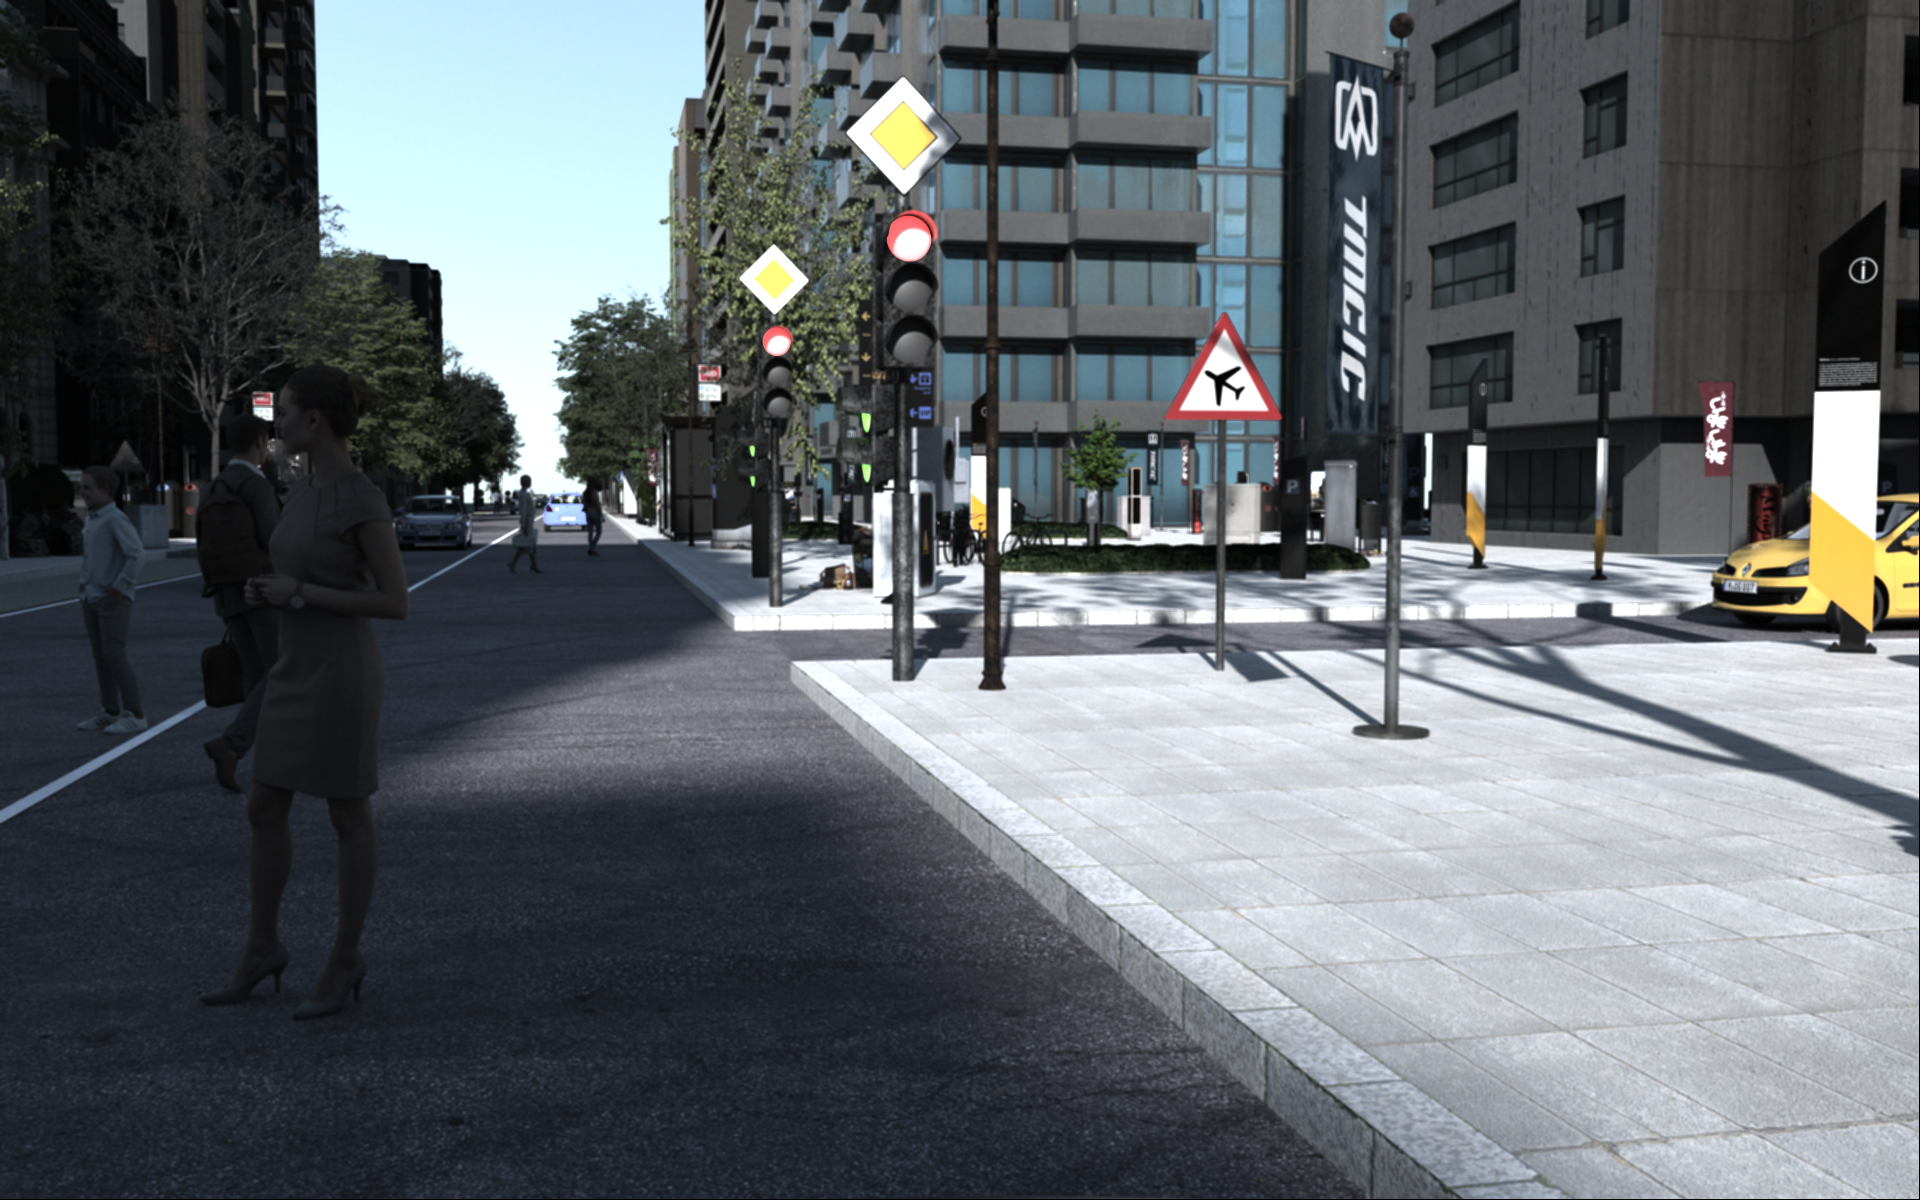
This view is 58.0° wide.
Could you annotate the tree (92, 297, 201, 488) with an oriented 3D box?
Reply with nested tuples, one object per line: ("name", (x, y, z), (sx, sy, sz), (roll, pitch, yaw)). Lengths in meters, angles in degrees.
("tree", (-30.300, -6.975, 64.404), (4.360, 8.622, 3.978), (0, 3, 0))

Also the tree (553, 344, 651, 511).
("tree", (-25.909, -13.080, 130.857), (9.611, 12.733, 9.660), (0, 3, 0))

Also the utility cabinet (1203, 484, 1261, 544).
("utility cabinet", (5.726, -1.703, 36.518), (1.173, 1.500, 0.318), (2, 4, 35))

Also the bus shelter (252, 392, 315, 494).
("bus shelter", (-27.179, -5.694, 70.721), (2.179, 5.291, 8.768), (-1, 4, -12))

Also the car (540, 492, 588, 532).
("car", (-15.193, -3.499, 66.803), (1.945, 1.707, 3.694), (-1, 4, -14))

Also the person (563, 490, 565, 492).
("person", (-33.886, -8.482, 147.710), (0.750, 1.759, 0.617), (-3, 5, -44))

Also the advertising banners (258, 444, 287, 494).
("advertising banners", (-25.613, -4.176, 64.465), (2.074, 3.025, 0.090), (0, 4, 4))

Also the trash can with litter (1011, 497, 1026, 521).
("trash can with litter", (2.073, -2.738, 56.146), (1.055, 1.170, 0.624), (0, 4, -7))

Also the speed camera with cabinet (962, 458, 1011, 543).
("speed camera with cabinet", (0.366, -3.098, 44.983), (2.038, 3.252, 0.660), (-3, 4, -37))

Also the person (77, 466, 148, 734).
("person", (-5.193, -0.013, 10.528), (0.330, 1.601, 0.589), (-3, 5, -44))

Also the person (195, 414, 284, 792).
("person", (-3.548, -0.009, 8.610), (0.622, 1.834, 0.822), (1, 4, 22))

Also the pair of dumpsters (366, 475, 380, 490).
("pair of dumpsters", (-30.551, -5.250, 88.327), (1.574, 2.255, 4.437), (-1, 4, -12))

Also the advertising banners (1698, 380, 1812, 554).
("advertising banners", (12.419, -1.861, 26.622), (2.074, 3.025, 0.090), (1, 4, 15))

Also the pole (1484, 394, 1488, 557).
("pole", (10.603, -2.530, 35.202), (0.158, 3.312, 0.155), (0, 3, 0))

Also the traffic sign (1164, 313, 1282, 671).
("traffic sign", (1.889, -0.765, 12.517), (0.884, 2.594, 0.081), (-1, 4, -11))

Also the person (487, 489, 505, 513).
("person", (-34.415, -7.340, 128.495), (1.348, 1.826, 0.705), (-2, 4, -31))

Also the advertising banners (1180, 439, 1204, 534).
("advertising banners", (7.655, -3.643, 55.748), (0.090, 3.025, 2.074), (3, 5, 42))

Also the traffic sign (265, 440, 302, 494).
("traffic sign", (-25.925, -4.361, 65.169), (2.265, 3.308, 0.079), (0, 4, -6))

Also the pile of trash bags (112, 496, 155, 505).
("pile of trash bags", (-21.611, -2.118, 44.387), (1.912, 1.369, 3.447), (-1, 4, -15))

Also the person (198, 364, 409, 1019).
("person", (-1.807, 0.249, 4.768), (0.599, 1.781, 0.374), (3, 4, 37))

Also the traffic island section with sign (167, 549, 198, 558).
("traffic island section with sign", (-16.852, -1.891, 39.539), (1.989, 1.847, 2.006), (-1, 4, -12))

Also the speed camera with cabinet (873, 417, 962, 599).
("speed camera with cabinet", (-0.562, -1.696, 22.059), (0.660, 3.252, 2.038), (1, 4, 13))

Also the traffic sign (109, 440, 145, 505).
("traffic sign", (-20.010, -2.542, 41.562), (0.884, 2.594, 0.081), (0, 4, -7))

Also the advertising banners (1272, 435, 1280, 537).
("advertising banners", (9.779, -3.408, 51.901), (0.090, 3.025, 2.074), (2, 4, 35))

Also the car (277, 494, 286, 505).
("car", (-10.533, -0.947, 27.279), (2.131, 1.459, 4.920), (-1, 4, -12))

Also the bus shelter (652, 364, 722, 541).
("bus shelter", (-7.894, -4.492, 51.074), (2.179, 5.291, 8.768), (-1, 4, -12))

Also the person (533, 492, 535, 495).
("person", (-54.246, -12.900, 220.136), (1.217, 1.743, 0.721), (-1, 4, -15))

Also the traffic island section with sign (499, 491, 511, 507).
("traffic island section with sign", (-50.984, -11.436, 195.608), (1.989, 1.847, 2.006), (-1, 4, -12))

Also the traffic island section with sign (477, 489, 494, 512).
("traffic island section with sign", (-39.194, -8.137, 141.664), (1.989, 1.847, 2.006), (-1, 4, -12))

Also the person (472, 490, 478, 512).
("person", (-39.192, -7.996, 139.924), (0.721, 1.739, 1.217), (-2, 4, -31))

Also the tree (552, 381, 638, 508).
("tree", (-31.347, -14.987, 155.407), (12.009, 13.543, 11.850), (0, 3, 0))

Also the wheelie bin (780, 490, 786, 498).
("wheelie bin", (-8.345, -4.397, 79.803), (0.693, 1.594, 0.980), (-1, 4, -11))

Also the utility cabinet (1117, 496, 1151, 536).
("utility cabinet", (5.265, -2.530, 52.534), (1.020, 1.237, 0.306), (-2, 4, -25))

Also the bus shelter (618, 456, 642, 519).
("bus shelter", (-16.179, -5.719, 87.433), (2.014, 3.302, 5.546), (-1, 4, -12))

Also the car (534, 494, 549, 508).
("car", (-40.020, -9.507, 165.225), (2.009, 1.686, 4.222), (-1, 4, -14))

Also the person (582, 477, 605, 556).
("person", (-8.462, -1.930, 40.064), (0.555, 1.821, 0.388), (1, 4, 16))

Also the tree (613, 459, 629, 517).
("tree", (-18.287, -6.157, 95.266), (1.663, 3.219, 1.824), (0, 3, 0))

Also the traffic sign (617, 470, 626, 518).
("traffic sign", (-17.688, -5.581, 91.358), (0.768, 2.556, 0.104), (0, 4, -3))

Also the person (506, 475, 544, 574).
("person", (-7.879, -1.373, 31.308), (0.624, 1.780, 0.694), (0, 4, -5))

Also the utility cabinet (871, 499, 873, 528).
("utility cabinet", (-1.257, -1.008, 27.647), (0.306, 1.237, 1.020), (0, 4, -5))

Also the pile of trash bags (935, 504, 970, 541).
("pile of trash bags", (0.210, -2.324, 47.743), (1.912, 1.369, 3.447), (-1, 4, -19))

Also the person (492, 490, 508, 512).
("person", (-36.911, -7.935, 138.926), (1.217, 1.739, 0.721), (-1, 4, -9))

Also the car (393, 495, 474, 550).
("car", (-13.848, -2.060, 45.688), (2.014, 1.417, 4.499), (-1, 4, -13))

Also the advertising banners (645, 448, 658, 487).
("advertising banners", (-11.051, -4.274, 66.063), (2.074, 3.025, 0.090), (1, 4, 17))

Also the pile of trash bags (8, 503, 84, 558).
("pile of trash bags", (-19.807, -1.631, 36.412), (3.447, 1.369, 1.912), (3, 5, 40))

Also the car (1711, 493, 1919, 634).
("car", (10.129, -0.517, 18.685), (3.980, 1.641, 2.015), (-1, 4, -14))

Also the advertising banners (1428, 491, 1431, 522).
("advertising banners", (21.797, -5.097, 79.516), (2.074, 3.025, 0.090), (1, 4, 21))

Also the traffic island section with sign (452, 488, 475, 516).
("traffic island section with sign", (-33.427, -6.526, 115.330), (1.989, 1.847, 2.006), (-1, 4, -12))
